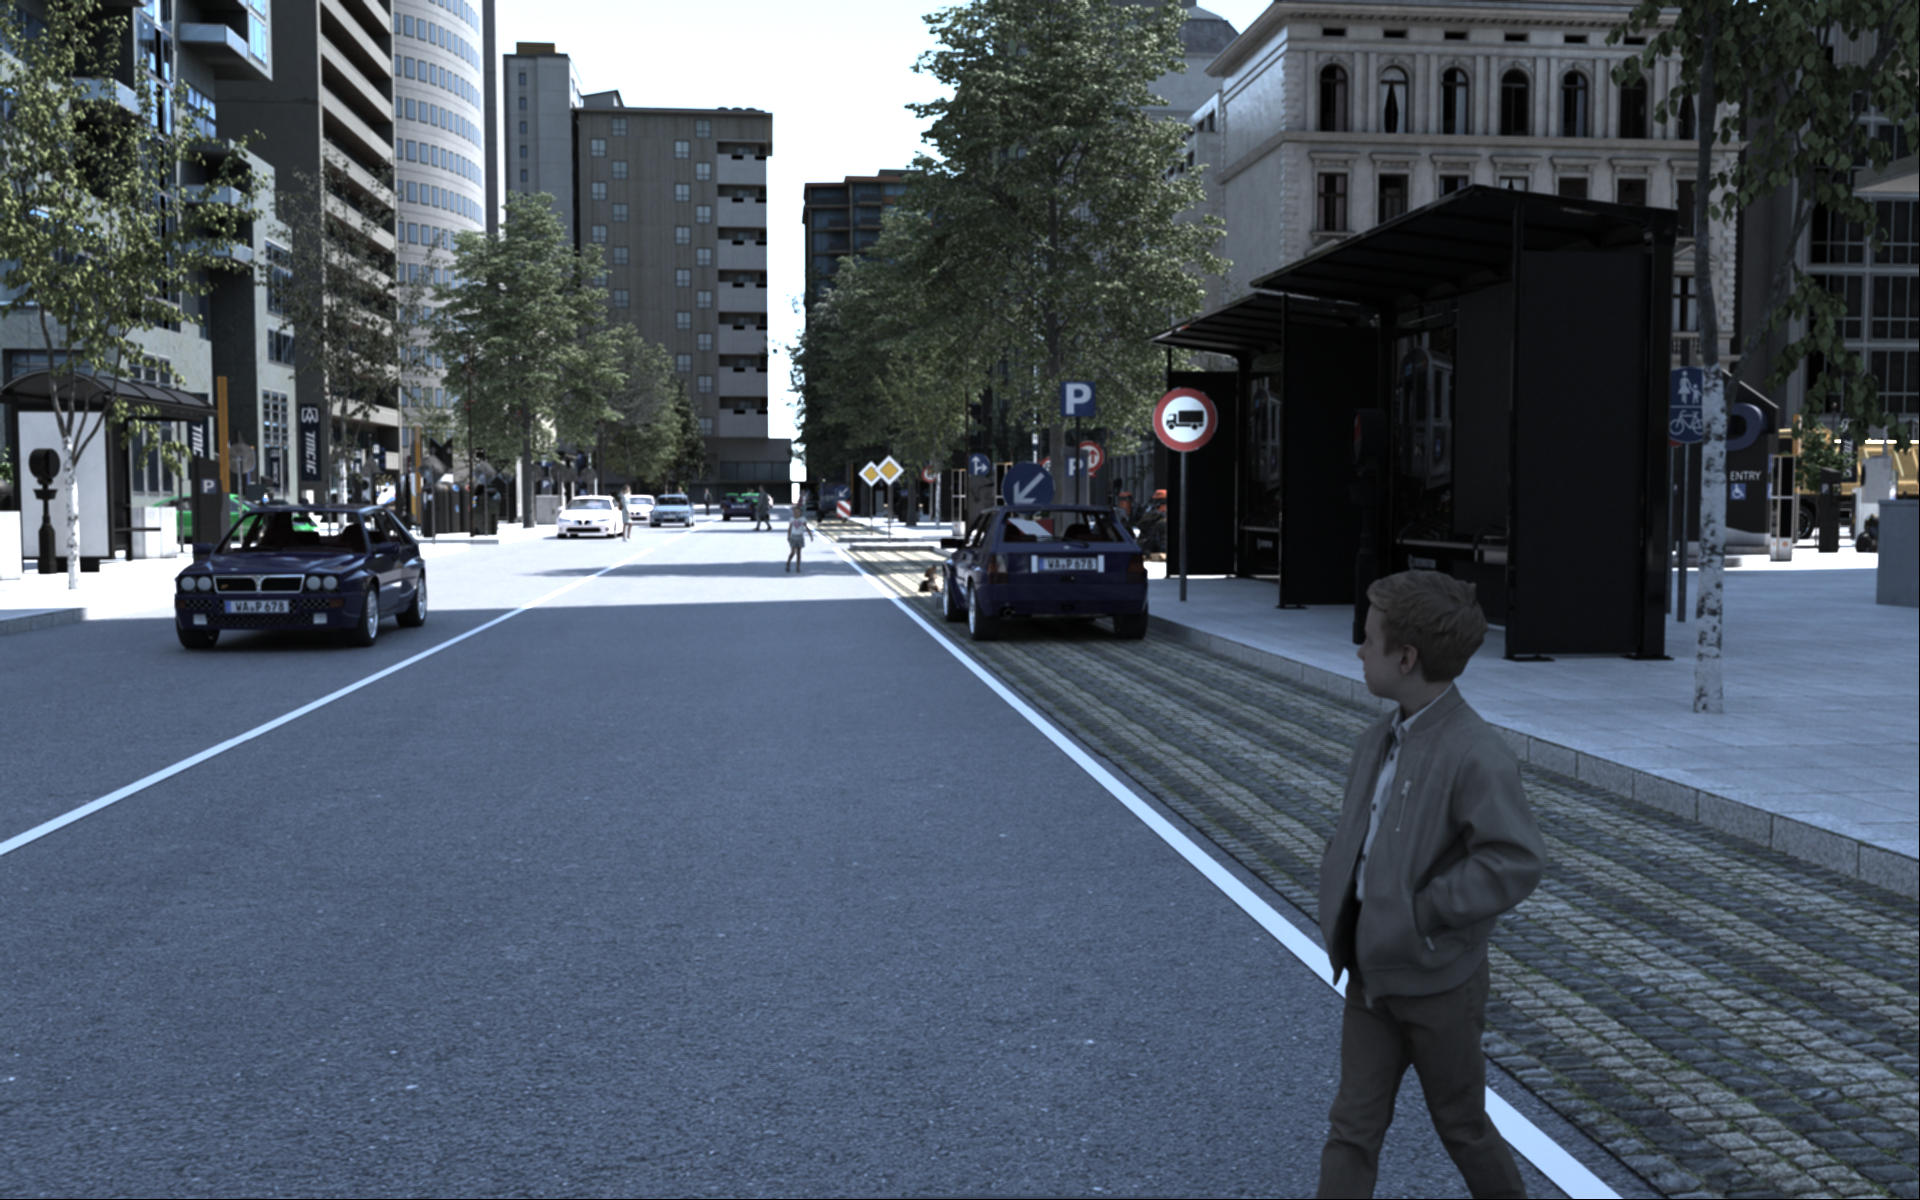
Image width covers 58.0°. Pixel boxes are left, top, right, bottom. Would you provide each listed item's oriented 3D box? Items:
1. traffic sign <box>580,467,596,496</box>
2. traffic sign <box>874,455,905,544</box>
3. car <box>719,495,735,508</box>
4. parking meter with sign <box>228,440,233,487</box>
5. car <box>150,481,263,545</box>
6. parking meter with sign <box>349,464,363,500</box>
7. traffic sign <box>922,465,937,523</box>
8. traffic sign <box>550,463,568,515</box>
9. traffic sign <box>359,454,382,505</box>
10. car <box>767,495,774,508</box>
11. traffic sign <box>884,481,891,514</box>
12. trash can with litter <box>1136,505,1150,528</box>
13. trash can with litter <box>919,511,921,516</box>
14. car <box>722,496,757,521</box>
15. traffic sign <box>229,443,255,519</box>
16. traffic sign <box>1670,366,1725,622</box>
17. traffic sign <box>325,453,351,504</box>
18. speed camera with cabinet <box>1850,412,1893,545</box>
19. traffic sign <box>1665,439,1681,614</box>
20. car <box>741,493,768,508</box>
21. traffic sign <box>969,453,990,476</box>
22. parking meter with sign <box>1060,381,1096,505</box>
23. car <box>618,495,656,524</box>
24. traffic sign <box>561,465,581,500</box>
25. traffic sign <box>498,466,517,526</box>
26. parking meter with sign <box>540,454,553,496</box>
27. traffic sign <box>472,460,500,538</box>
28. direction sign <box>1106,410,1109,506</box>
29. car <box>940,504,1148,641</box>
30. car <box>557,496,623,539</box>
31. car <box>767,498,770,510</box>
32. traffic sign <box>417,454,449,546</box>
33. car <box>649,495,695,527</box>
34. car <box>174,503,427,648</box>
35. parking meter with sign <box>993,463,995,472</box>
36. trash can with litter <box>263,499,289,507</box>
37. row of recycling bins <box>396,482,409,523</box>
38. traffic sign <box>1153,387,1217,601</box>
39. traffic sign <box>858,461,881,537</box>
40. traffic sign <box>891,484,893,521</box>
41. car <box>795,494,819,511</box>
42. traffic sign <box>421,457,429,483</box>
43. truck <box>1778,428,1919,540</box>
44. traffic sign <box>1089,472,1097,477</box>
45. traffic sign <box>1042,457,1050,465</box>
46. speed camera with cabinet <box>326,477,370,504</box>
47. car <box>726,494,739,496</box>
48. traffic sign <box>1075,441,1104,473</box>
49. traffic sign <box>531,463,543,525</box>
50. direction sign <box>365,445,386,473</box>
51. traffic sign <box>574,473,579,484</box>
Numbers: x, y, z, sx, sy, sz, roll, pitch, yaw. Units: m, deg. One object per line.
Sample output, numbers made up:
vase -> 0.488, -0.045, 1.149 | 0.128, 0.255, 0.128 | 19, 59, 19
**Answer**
traffic sign -> -17.739, -5.050, 82.673 | 0.768, 2.556, 0.104 | 0, 4, -4
traffic sign -> -1.808, -2.483, 44.246 | 0.795, 2.450, 0.064 | 0, 4, -6
car -> -23.599, -10.046, 176.828 | 1.945, 1.354, 3.894 | 0, 4, -5
parking meter with sign -> -24.382, -3.642, 55.800 | 1.738, 3.016, 0.543 | -3, 5, -44
car -> -19.363, -2.250, 45.591 | 4.718, 1.807, 1.959 | 0, 4, -6
parking meter with sign -> -34.943, -6.384, 100.634 | 0.543, 3.016, 1.738 | -3, 5, -42
traffic sign -> -1.306, -4.668, 76.425 | 0.768, 2.556, 0.104 | 0, 4, -1
traffic sign -> -16.414, -4.332, 70.935 | 0.768, 2.556, 0.104 | 0, 4, 3
traffic sign -> -18.949, -3.408, 55.722 | 0.884, 2.594, 0.081 | 0, 3, 0
car -> -20.492, -10.291, 180.611 | 2.083, 1.381, 4.827 | 0, 4, -5
traffic sign -> -4.342, -6.576, 107.628 | 0.768, 2.556, 0.104 | 0, 4, 3
trash can with litter -> 6.948, -3.140, 62.721 | 1.055, 1.170, 0.624 | -2, 4, -27
trash can with litter -> -2.103, -6.342, 114.745 | 2.233, 1.210, 1.678 | -1, 4, -18
car -> -11.810, -4.921, 93.036 | 1.945, 1.354, 3.894 | 0, 4, -4
traffic sign -> -18.052, -2.650, 43.436 | 0.768, 2.556, 0.104 | 0, 4, -1
traffic sign -> 7.252, -1.054, 17.334 | 0.768, 2.556, 0.104 | 0, 4, -1
traffic sign -> -18.660, -3.173, 51.988 | 0.768, 2.556, 0.104 | 0, 4, 0
speed camera with cabinet -> 22.436, -2.956, 42.660 | 0.660, 3.252, 2.038 | 1, 4, 19
traffic sign -> 7.605, -1.128, 18.548 | 0.768, 2.556, 0.104 | 0, 4, -5
car -> -13.054, -6.108, 108.665 | 1.959, 1.807, 4.718 | 0, 4, -5
traffic sign -> 0.564, -3.315, 54.309 | 0.768, 2.556, 0.104 | 0, 4, 3
parking meter with sign -> 1.866, -1.920, 27.645 | 0.543, 3.016, 1.738 | 0, 4, 3
car -> -15.282, -4.288, 82.472 | 2.083, 1.381, 4.827 | 0, 4, -6
traffic sign -> -17.258, -4.704, 76.908 | 0.884, 2.594, 0.081 | 0, 4, 0
traffic sign -> -18.354, -4.223, 70.235 | 0.795, 2.450, 0.064 | 0, 4, -5
parking meter with sign -> -17.944, -4.818, 75.039 | 0.543, 3.016, 1.738 | -1, 4, -10
traffic sign -> -13.952, -2.895, 50.982 | 0.795, 2.450, 0.064 | 0, 4, -6
direction sign -> 3.786, -3.206, 44.423 | 0.379, 3.537, 0.876 | 0, 4, 8
car -> 0.810, -0.346, 18.237 | 1.945, 1.354, 3.894 | 0, 4, -6
car -> -12.148, -2.744, 57.226 | 2.083, 1.381, 4.827 | 0, 4, -5
car -> -18.108, -8.785, 155.638 | 2.014, 1.417, 4.499 | 0, 4, -5
traffic sign -> -13.088, -2.410, 43.043 | 0.795, 2.450, 0.064 | 0, 4, -6
car -> -12.606, -3.916, 76.027 | 2.014, 1.417, 4.499 | 0, 4, -5
car -> -6.519, -0.294, 17.381 | 1.945, 1.354, 3.894 | 0, 4, -7
parking meter with sign -> 2.736, -6.100, 95.988 | 1.738, 3.016, 0.543 | -1, 4, -17
trash can with litter -> -14.477, -1.541, 36.586 | 0.624, 1.170, 1.055 | 0, 4, -5
row of recycling bins -> -20.328, -3.365, 62.130 | 1.069, 1.692, 3.534 | -2, 4, -26
traffic sign -> 2.678, -1.260, 20.699 | 0.768, 2.556, 0.104 | 0, 4, 2
traffic sign -> -2.672, -2.969, 52.185 | 0.795, 2.450, 0.064 | 0, 4, -6
traffic sign -> -3.198, -4.996, 81.783 | 0.768, 2.556, 0.104 | 0, 4, 1
car -> -11.404, -7.380, 130.454 | 2.009, 1.686, 4.222 | 0, 4, -7
traffic sign -> -18.091, -3.595, 58.892 | 0.768, 2.556, 0.104 | 0, 4, -1
truck -> 26.275, -3.416, 51.773 | 9.791, 3.379, 3.469 | 0, 4, -8
traffic sign -> 3.847, -3.325, 54.373 | 0.884, 2.594, 0.081 | 0, 4, -5
traffic sign -> 3.092, -3.604, 59.029 | 0.768, 2.556, 0.104 | 0, 4, 3
speed camera with cabinet -> -30.613, -5.647, 86.657 | 2.038, 3.252, 0.660 | -2, 4, -30
car -> -25.201, -11.179, 191.572 | 1.959, 1.807, 4.718 | 0, 4, -5
traffic sign -> 3.063, -2.534, 41.538 | 0.768, 2.556, 0.104 | 0, 4, -3
traffic sign -> -17.734, -4.401, 72.063 | 0.768, 2.556, 0.104 | 0, 4, -6
direction sign -> -26.870, -5.364, 79.704 | 0.876, 3.537, 0.379 | -1, 4, -20
traffic sign -> -19.894, -5.550, 90.749 | 0.884, 2.594, 0.081 | 0, 4, 3
